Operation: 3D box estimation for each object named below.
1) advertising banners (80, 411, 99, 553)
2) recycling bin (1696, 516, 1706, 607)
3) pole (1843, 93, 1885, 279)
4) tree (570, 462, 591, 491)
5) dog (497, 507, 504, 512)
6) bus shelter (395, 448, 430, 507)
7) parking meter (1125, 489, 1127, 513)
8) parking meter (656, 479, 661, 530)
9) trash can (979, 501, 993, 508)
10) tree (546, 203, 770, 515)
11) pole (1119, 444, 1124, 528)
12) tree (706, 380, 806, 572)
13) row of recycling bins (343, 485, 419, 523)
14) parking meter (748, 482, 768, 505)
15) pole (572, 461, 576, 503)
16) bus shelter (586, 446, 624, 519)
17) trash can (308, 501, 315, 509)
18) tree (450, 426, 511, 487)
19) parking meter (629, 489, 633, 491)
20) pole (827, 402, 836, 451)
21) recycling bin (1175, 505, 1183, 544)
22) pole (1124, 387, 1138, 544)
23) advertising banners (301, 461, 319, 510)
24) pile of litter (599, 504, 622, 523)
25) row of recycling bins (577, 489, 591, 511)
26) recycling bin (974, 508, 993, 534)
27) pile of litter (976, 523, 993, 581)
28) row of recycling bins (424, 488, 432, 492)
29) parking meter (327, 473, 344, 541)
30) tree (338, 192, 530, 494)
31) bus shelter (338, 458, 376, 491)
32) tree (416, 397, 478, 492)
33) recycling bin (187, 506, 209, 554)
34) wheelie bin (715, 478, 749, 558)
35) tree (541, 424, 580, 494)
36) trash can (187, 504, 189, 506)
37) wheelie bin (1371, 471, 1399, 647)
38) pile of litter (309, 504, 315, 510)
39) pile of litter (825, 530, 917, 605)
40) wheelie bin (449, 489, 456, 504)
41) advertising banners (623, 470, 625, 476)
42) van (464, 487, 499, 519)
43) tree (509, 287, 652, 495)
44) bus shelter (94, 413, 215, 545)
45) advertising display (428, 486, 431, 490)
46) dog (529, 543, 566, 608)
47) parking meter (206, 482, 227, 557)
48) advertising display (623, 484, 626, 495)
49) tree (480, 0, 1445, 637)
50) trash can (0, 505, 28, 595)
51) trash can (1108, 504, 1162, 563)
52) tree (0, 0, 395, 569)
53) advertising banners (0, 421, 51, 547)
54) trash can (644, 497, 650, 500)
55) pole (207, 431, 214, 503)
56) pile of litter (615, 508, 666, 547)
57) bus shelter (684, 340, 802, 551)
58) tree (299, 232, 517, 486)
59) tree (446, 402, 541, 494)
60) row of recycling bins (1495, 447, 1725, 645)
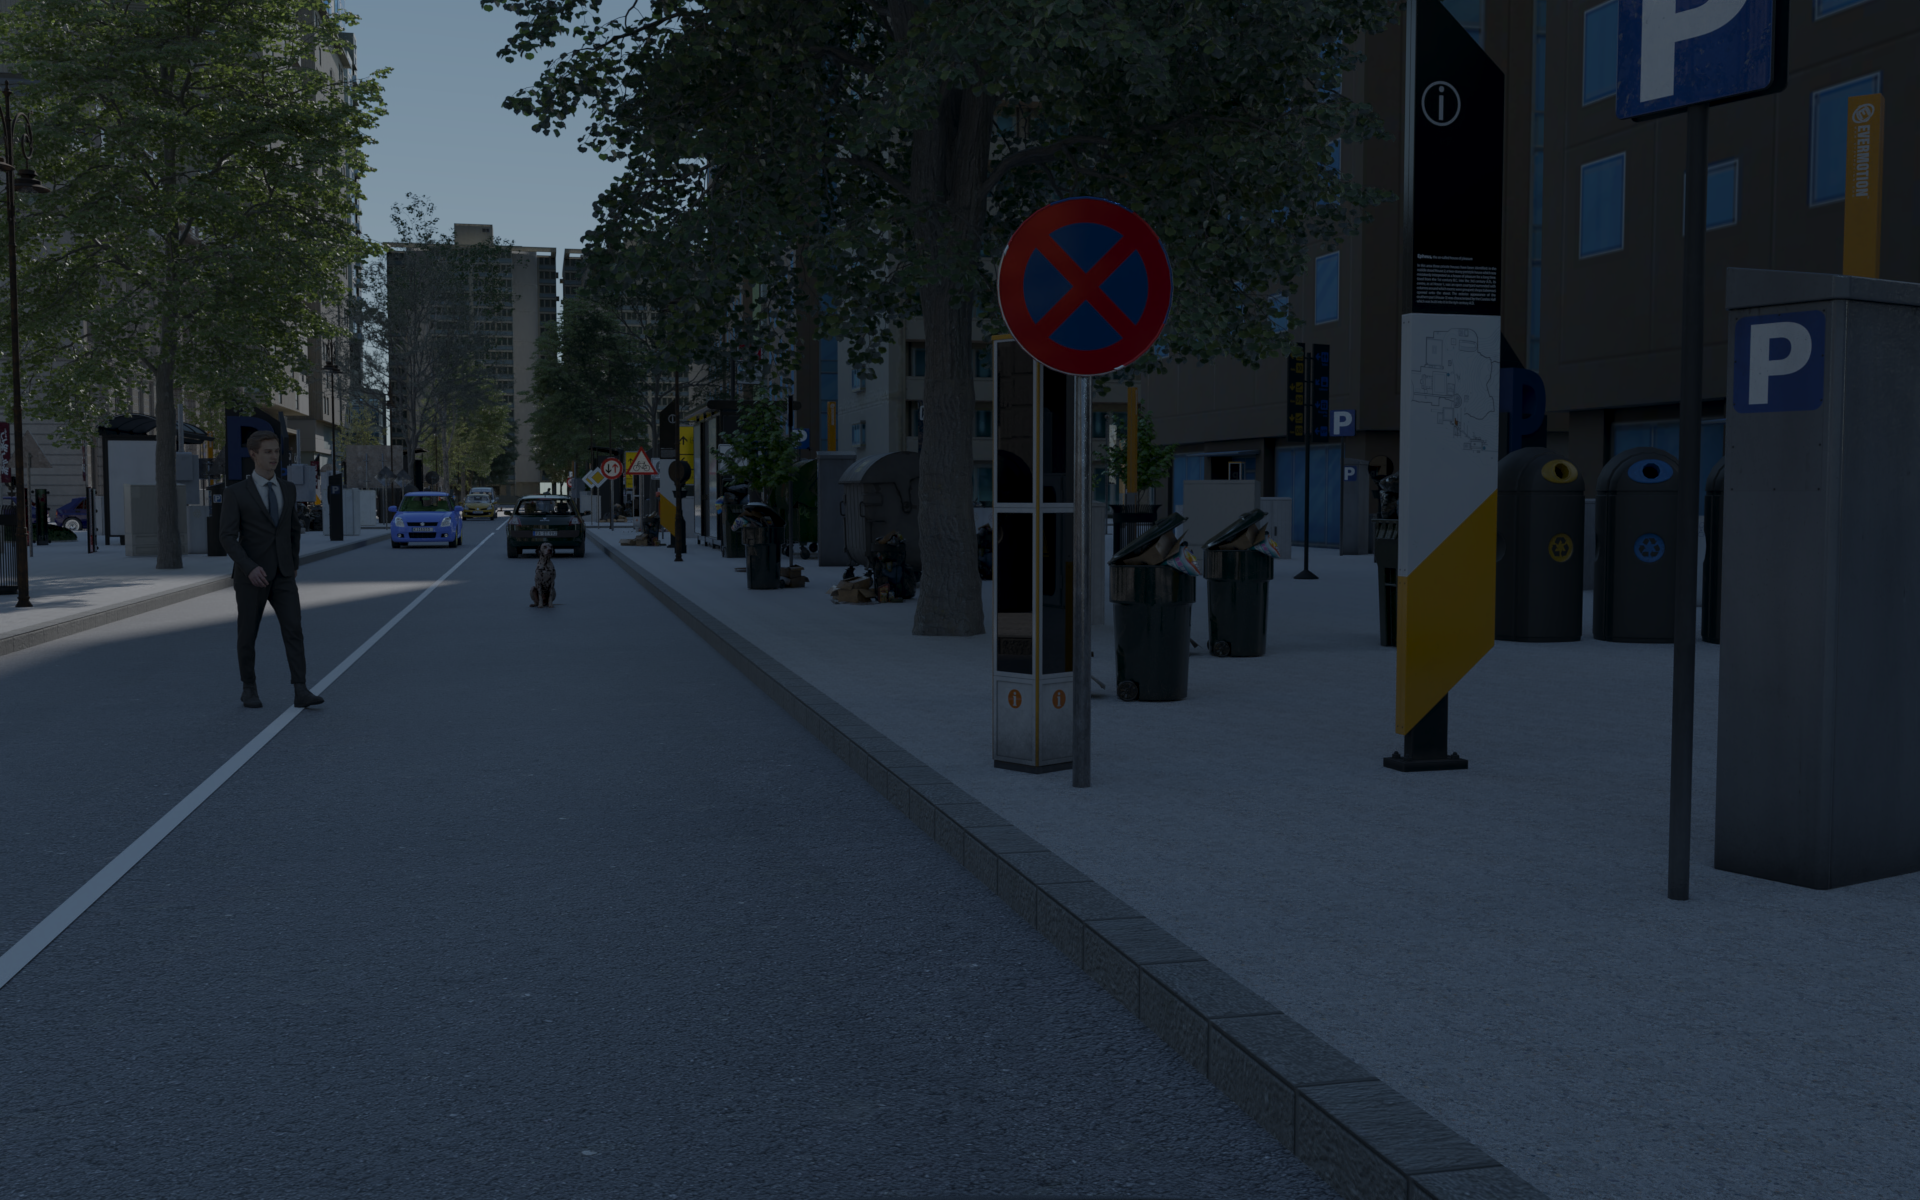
[{"bbox_3d":[-18.884,-2.529,37.541,0.090,3.025,2.074,-1,4,-20],"label":"advertising banners"},{"bbox_3d":[8.309,-0.457,20.033,0.722,1.027,0.722,1,4,10],"label":"recycling bin"},{"bbox_3d":[4.655,-0.927,8.993,0.158,3.312,0.155,0,3,0],"label":"pole"},{"bbox_3d":[-22.317,-6.596,102.442,1.663,3.219,1.824,0,3,0],"label":"tree"},{"bbox_3d":[-37.277,-7.337,140.150,0.748,0.427,0.550,-2,4,-25],"label":"dog"},{"bbox_3d":[-28.791,-6.074,90.592,1.731,3.624,6.357,-1,4,-14],"label":"bus shelter"},{"bbox_3d":[7.573,-4.404,77.711,0.255,1.863,0.399,-3,4,-37],"label":"parking meter"},{"bbox_3d":[-10.928,-3.471,62.465,0.255,1.863,0.399,2,4,30],"label":"parking meter"},{"bbox_3d":[0.769,-1.527,36.618,0.748,1.137,0.748,0,3,0],"label":"trash can"},{"bbox_3d":[-9.536,-7.380,55.084,7.601,10.594,8.767,-1,4,-15],"label":"tree"},{"bbox_3d":[6.091,-4.356,65.059,0.158,3.312,0.155,0,3,0],"label":"pole"},{"bbox_3d":[-3.365,-2.083,28.654,1.663,3.219,1.824,0,3,0],"label":"tree"},{"bbox_3d":[-25.569,-4.217,76.056,3.534,1.692,1.069,-1,4,-18],"label":"row of recycling bins"},{"bbox_3d":[-3.870,-1.515,33.174,0.372,1.533,0.369,0,3,0],"label":"parking meter"},{"bbox_3d":[-23.724,-6.886,106.425,0.158,3.312,0.155,0,3,0],"label":"pole"},{"bbox_3d":[-17.824,-5.855,87.006,1.731,3.624,6.357,-1,4,-14],"label":"bus shelter"},{"bbox_3d":[-42.330,-6.217,113.309,0.748,1.137,0.748,0,3,0],"label":"trash can"},{"bbox_3d":[-55.576,-16.205,199.367,8.767,10.594,7.601,1,4,12],"label":"tree"},{"bbox_3d":[-27.181,-8.399,143.027,0.255,1.863,0.399,0,4,6],"label":"parking meter"},{"bbox_3d":[-2.836,-2.722,38.340,0.158,3.312,0.155,0,3,0],"label":"pole"},{"bbox_3d":[5.324,-1.666,39.800,0.722,1.027,0.722,0,4,5],"label":"recycling bin"},{"bbox_3d":[3.295,-2.404,33.153,0.158,3.312,0.155,0,3,0],"label":"pole"},{"bbox_3d":[-34.525,-5.794,90.914,0.090,3.025,2.074,3,4,38],"label":"advertising banners"},{"bbox_3d":[-15.531,-3.929,78.198,1.719,0.858,1.176,1,4,9],"label":"pile of litter"},{"bbox_3d":[-22.857,-6.269,109.614,1.069,1.692,3.534,2,4,29],"label":"row of recycling bins"},{"bbox_3d":[0.438,-1.181,31.856,0.722,1.027,0.722,0,4,3],"label":"recycling bin"},{"bbox_3d":[0.244,-0.738,26.030,1.719,0.858,1.176,-1,4,-20],"label":"pile of litter"},{"bbox_3d":[-34.815,-6.333,110.661,1.069,1.692,3.534,-3,5,-44],"label":"row of recycling bins"},{"bbox_3d":[-17.125,-2.554,47.467,0.399,1.863,0.255,-1,4,-20],"label":"parking meter"},{"bbox_3d":[-34.632,-15.641,111.623,12.611,20.169,13.585,0,3,0],"label":"tree"},{"bbox_3d":[-31.725,-6.013,92.233,2.014,3.302,5.546,-1,4,-14],"label":"bus shelter"},{"bbox_3d":[-37.425,-10.716,125.575,4.360,8.622,3.978,0,3,0],"label":"tree"},{"bbox_3d":[-16.450,-1.517,37.351,0.722,1.027,0.722,3,5,39],"label":"recycling bin"},{"bbox_3d":[-4.427,-1.652,34.913,0.980,1.594,0.693,-1,4,-15],"label":"wheelie bin"},{"bbox_3d":[-43.826,-16.198,190.591,9.928,11.665,9.643,0,3,0],"label":"tree"},{"bbox_3d":[-40.443,-4.797,90.081,0.748,1.137,0.748,0,3,0],"label":"trash can"},{"bbox_3d":[3.844,-0.398,14.422,0.693,1.594,0.980,-1,4,-14],"label":"wheelie bin"},{"bbox_3d":[-29.845,-4.084,80.735,1.176,0.858,1.719,-2,4,-32],"label":"pile of litter"},{"bbox_3d":[-1.103,-0.421,20.842,1.176,0.858,1.719,2,4,26],"label":"pile of litter"},{"bbox_3d":[-34.703,-6.675,117.046,0.980,1.594,0.693,3,4,37],"label":"wheelie bin"},{"bbox_3d":[-24.581,-7.883,125.075,0.090,3.025,2.074,-3,4,-36],"label":"advertising banners"},{"bbox_3d":[-28.203,-5.820,102.173,2.013,2.044,4.112,-1,4,-13],"label":"van"},{"bbox_3d":[-20.298,-10.775,94.305,7.486,12.596,7.792,0,3,0],"label":"tree"},{"bbox_3d":[-21.276,-3.179,45.896,2.014,3.302,5.546,-1,4,-14],"label":"bus shelter"},{"bbox_3d":[-40.149,-7.704,131.166,0.123,1.923,0.974,-1,4,-21],"label":"advertising display"},{"bbox_3d":[-5.217,-0.321,22.079,0.513,0.831,0.800,1,4,19],"label":"dog"},{"bbox_3d":[-15.322,-1.668,35.683,0.372,1.533,0.369,0,3,0],"label":"parking meter"},{"bbox_3d":[-22.357,-6.612,113.321,0.974,1.923,0.123,-1,4,-19],"label":"advertising display"},{"bbox_3d":[0.009,-6.659,15.529,9.857,13.997,8.962,0,3,0],"label":"tree"},{"bbox_3d":[-12.311,-0.640,22.123,0.748,1.137,0.748,0,3,0],"label":"trash can"},{"bbox_3d":[2.419,-0.752,23.950,0.748,1.137,0.748,0,3,0],"label":"trash can"},{"bbox_3d":[-13.186,-6.806,29.412,7.486,12.596,7.792,0,3,0],"label":"tree"},{"bbox_3d":[-22.986,-2.834,42.516,0.090,3.025,2.074,0,4,3],"label":"advertising banners"},{"bbox_3d":[-13.825,-3.974,76.630,0.748,1.137,0.748,0,3,0],"label":"trash can"},{"bbox_3d":[-24.399,-3.827,56.414,0.158,3.312,0.155,0,3,0],"label":"pole"},{"bbox_3d":[-7.896,-1.778,43.033,1.176,0.858,1.719,-1,4,-10],"label":"pile of litter"},{"bbox_3d":[-5.587,-3.987,42.823,2.179,5.291,8.768,-1,4,-14],"label":"bus shelter"},{"bbox_3d":[-25.727,-10.439,81.052,12.009,13.543,11.850,0,3,0],"label":"tree"},{"bbox_3d":[-50.427,-15.450,178.361,9.928,11.665,9.643,0,3,0],"label":"tree"},{"bbox_3d":[6.368,-0.484,15.030,3.534,1.692,1.069,1,4,14],"label":"row of recycling bins"}]
